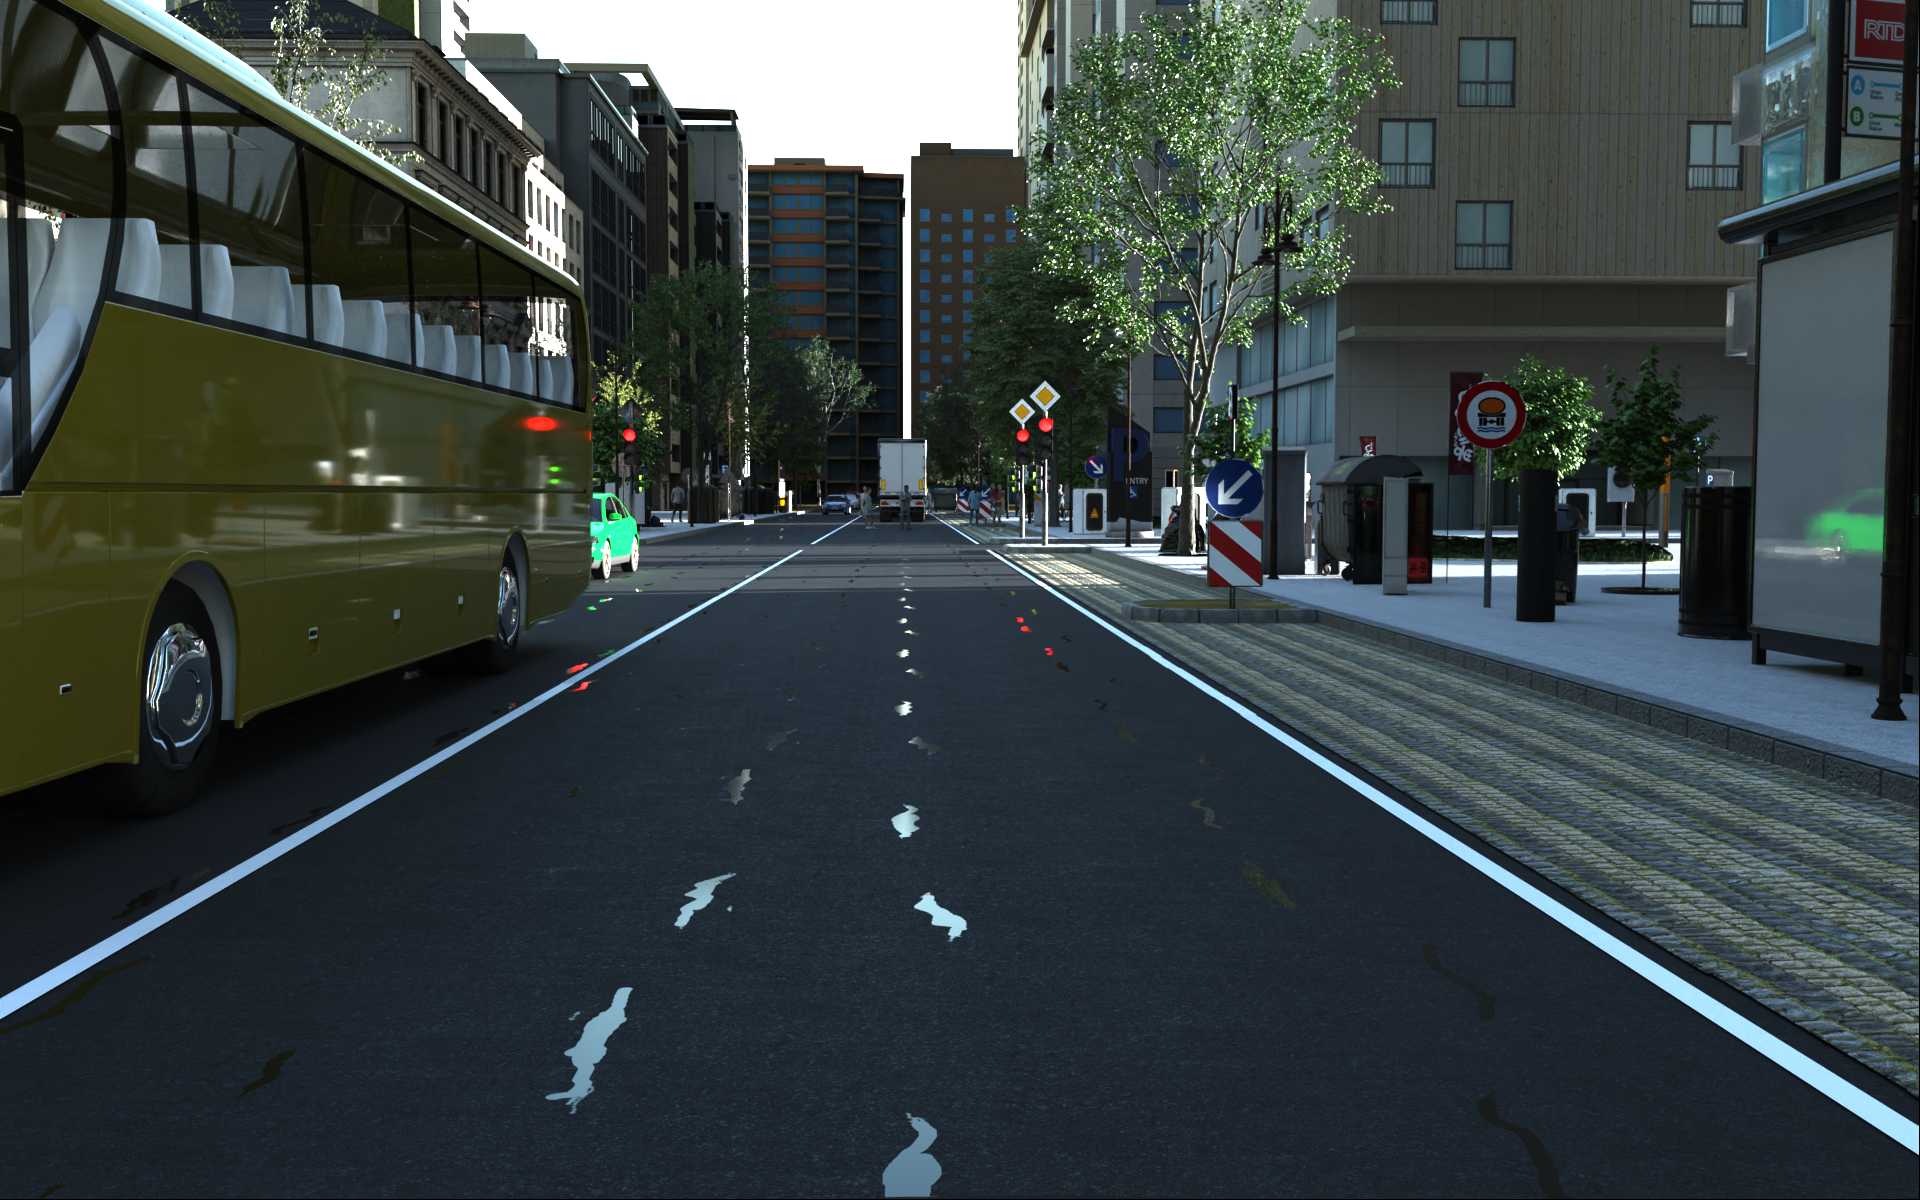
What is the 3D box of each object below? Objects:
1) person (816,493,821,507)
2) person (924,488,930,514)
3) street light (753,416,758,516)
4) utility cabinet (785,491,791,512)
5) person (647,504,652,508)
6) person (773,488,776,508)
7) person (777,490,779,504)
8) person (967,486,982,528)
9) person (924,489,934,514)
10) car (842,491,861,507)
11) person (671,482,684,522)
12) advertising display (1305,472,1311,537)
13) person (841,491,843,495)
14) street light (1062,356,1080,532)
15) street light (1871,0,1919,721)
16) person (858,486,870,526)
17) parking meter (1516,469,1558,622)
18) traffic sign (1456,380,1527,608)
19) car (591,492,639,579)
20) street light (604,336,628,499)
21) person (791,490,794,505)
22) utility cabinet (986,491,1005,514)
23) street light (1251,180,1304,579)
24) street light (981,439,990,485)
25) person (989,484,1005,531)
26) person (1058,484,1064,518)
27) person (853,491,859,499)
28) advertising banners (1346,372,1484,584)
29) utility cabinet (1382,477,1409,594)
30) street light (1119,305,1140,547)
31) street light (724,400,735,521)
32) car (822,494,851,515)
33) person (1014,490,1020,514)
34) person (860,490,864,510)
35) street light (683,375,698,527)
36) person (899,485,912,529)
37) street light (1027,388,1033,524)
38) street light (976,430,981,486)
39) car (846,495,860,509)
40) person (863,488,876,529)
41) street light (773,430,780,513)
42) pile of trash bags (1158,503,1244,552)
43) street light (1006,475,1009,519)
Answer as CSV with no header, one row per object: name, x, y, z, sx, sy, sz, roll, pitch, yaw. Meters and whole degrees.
person,-14.482,-10.296,177.574,0.799,1.438,0.628,3,5,40
person,-2.353,-7.157,125.383,0.748,1.841,0.638,-2,4,-32
street light,-11.855,-7.773,99.881,0.468,5.910,1.993,0,4,-2
utility cabinet,-12.301,-7.060,124.103,0.318,1.500,1.173,0,4,1
person,-19.117,-5.678,104.375,1.012,1.151,0.738,1,4,17
person,-16.524,-9.079,154.488,0.705,1.824,1.348,-2,4,-34
person,-12.994,-7.266,124.928,0.616,1.811,0.778,-1,4,-12
person,0.611,-3.947,73.297,0.793,1.790,0.793,-3,4,-38
person,-2.207,-6.958,122.612,0.694,1.780,0.624,-3,5,-44
car,-11.736,-11.082,189.869,2.281,1.827,5.304,0,4,0
person,-12.890,-4.474,79.046,0.661,1.843,0.795,1,4,14
advertising display,10.137,-2.822,51.346,0.123,1.923,0.974,3,4,36
person,-13.539,-11.730,200.970,0.721,1.739,1.217,-2,4,-29
street light,3.722,-5.212,58.002,0.468,5.910,1.993,0,4,-2
street light,5.300,-2.258,9.704,0.468,5.910,1.993,0,4,-2
person,-4.271,-4.282,78.857,0.694,1.780,0.624,2,4,29
parking meter,5.815,-0.553,17.455,0.372,1.533,0.369,0,3,0
traffic sign,5.965,-1.187,19.518,0.768,2.556,0.104,0,4,6
car,-6.832,-1.329,30.522,1.959,1.807,4.718,0,4,-1
street light,-10.044,-4.765,50.691,0.468,5.910,1.993,0,4,-2
person,-19.406,-11.954,202.220,0.721,1.736,1.217,1,4,22
utility cabinet,2.174,-6.026,107.204,1.173,1.500,0.318,-1,4,-11
street light,4.722,-3.249,25.916,0.468,5.910,1.993,0,4,-2
street light,1.780,-8.290,108.327,0.468,5.910,1.993,0,4,-2
person,1.374,-3.529,66.180,0.580,1.828,0.573,-2,4,-33
person,5.453,-5.316,93.130,0.590,1.801,0.661,2,4,30
person,-10.972,-10.586,182.126,0.990,1.755,0.434,2,4,34
advertising banners,6.503,-1.744,24.703,2.074,3.025,0.090,-1,4,-13
utility cabinet,5.651,-0.842,22.450,0.318,1.500,1.173,1,4,13
street light,4.091,-4.231,41.970,0.468,5.910,1.993,0,4,-2
street light,-11.126,-6.777,83.595,0.468,5.910,1.993,0,4,-2
car,-8.571,-6.627,120.356,2.014,1.417,4.499,0,3,0
person,3.680,-6.297,109.093,0.635,1.810,0.391,1,4,23
person,-8.981,-9.198,158.843,0.705,1.831,1.348,0,4,3
street light,-10.452,-5.782,67.322,0.468,5.910,1.993,0,4,-2
person,-2.215,-3.790,70.649,0.511,1.800,0.466,-1,4,-20
street light,2.999,-6.227,74.606,0.468,5.910,1.993,0,4,-2
street light,1.329,-9.311,125.030,0.468,5.910,1.993,0,4,-2
car,-10.564,-9.325,164.830,2.083,1.381,4.827,0,4,-2
person,-3.771,-3.787,71.416,0.522,1.701,0.512,1,4,15
street light,-12.340,-8.777,116.296,0.468,5.910,1.993,0,4,-2
pile of trash bags,5.728,-1.810,39.342,1.912,1.369,3.447,1,4,21
street light,2.489,-7.210,90.665,0.468,5.910,1.993,0,4,-2
